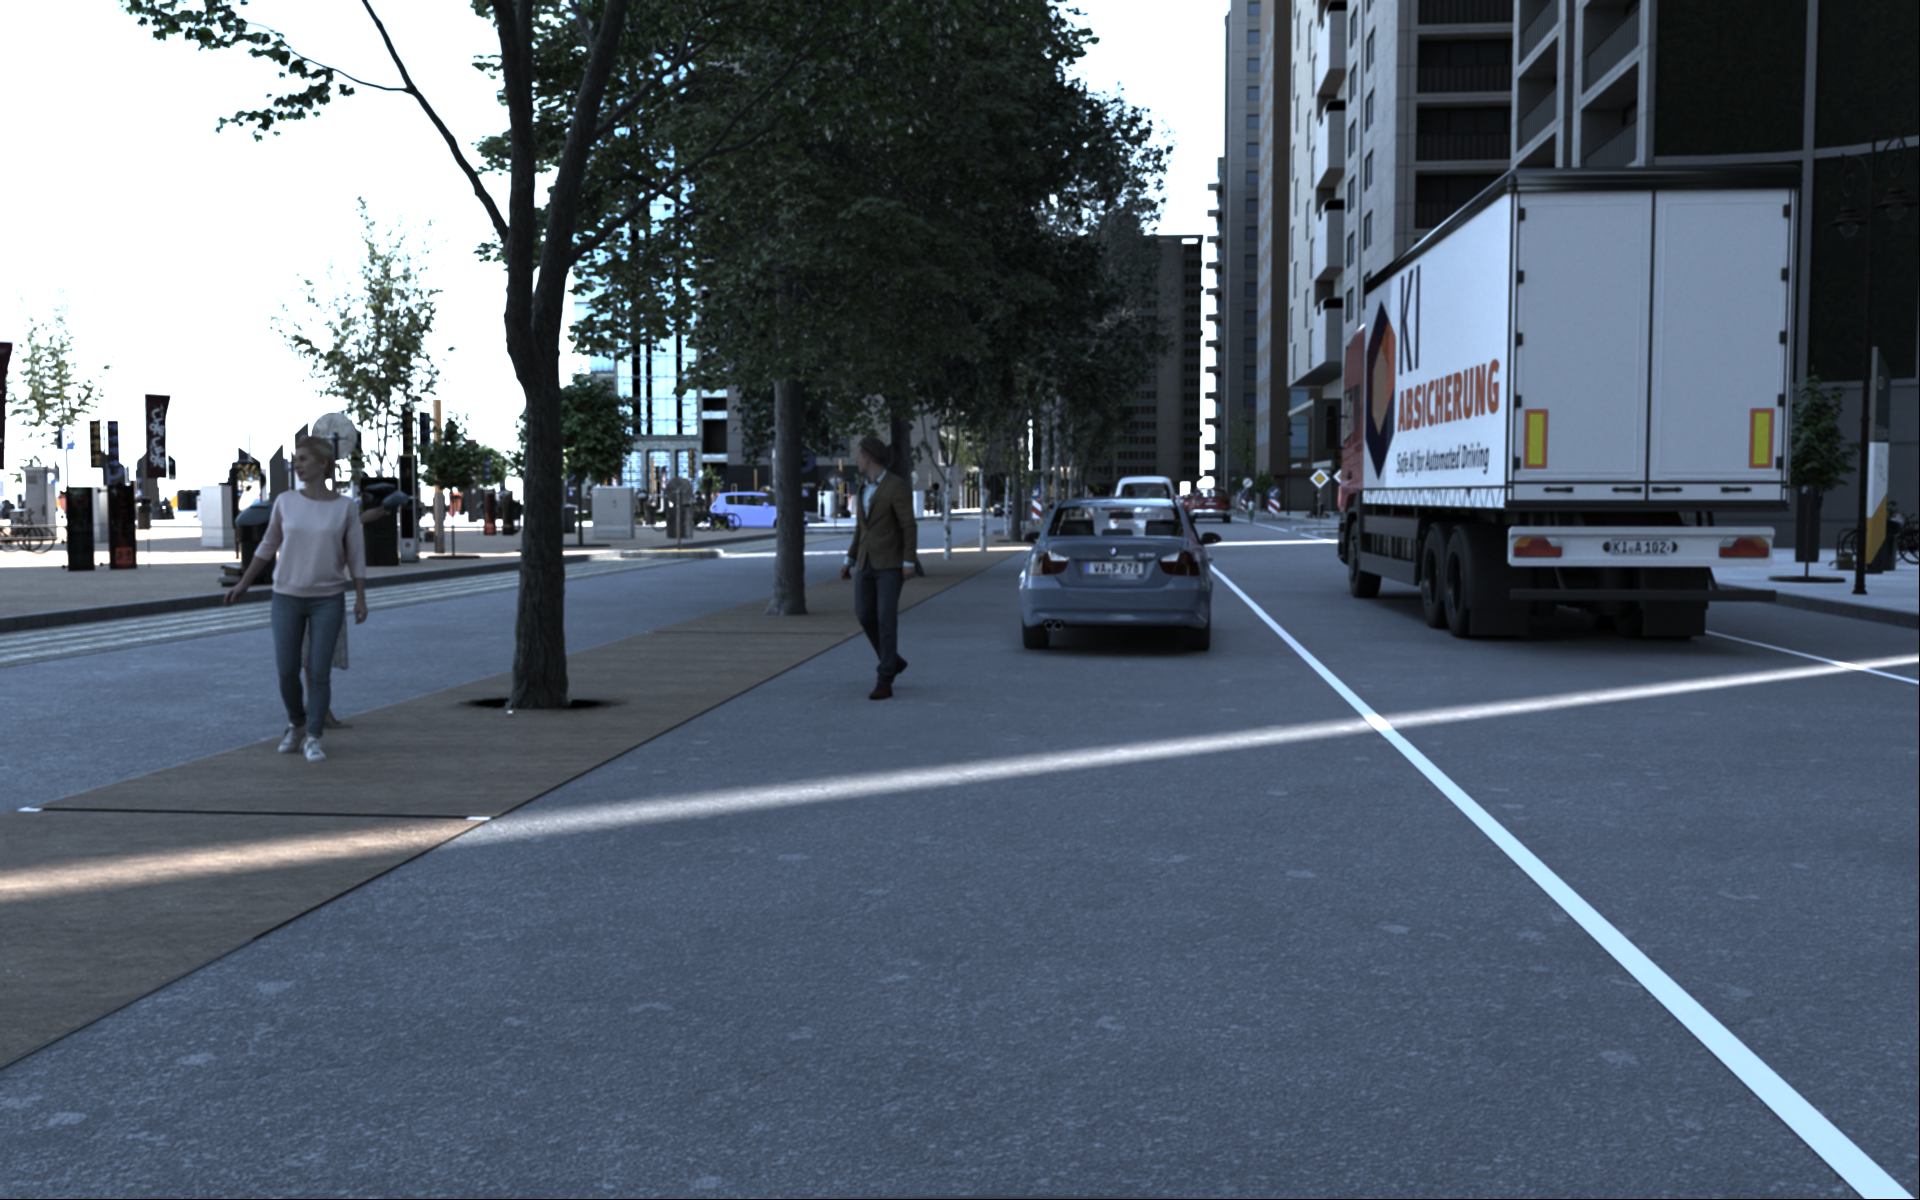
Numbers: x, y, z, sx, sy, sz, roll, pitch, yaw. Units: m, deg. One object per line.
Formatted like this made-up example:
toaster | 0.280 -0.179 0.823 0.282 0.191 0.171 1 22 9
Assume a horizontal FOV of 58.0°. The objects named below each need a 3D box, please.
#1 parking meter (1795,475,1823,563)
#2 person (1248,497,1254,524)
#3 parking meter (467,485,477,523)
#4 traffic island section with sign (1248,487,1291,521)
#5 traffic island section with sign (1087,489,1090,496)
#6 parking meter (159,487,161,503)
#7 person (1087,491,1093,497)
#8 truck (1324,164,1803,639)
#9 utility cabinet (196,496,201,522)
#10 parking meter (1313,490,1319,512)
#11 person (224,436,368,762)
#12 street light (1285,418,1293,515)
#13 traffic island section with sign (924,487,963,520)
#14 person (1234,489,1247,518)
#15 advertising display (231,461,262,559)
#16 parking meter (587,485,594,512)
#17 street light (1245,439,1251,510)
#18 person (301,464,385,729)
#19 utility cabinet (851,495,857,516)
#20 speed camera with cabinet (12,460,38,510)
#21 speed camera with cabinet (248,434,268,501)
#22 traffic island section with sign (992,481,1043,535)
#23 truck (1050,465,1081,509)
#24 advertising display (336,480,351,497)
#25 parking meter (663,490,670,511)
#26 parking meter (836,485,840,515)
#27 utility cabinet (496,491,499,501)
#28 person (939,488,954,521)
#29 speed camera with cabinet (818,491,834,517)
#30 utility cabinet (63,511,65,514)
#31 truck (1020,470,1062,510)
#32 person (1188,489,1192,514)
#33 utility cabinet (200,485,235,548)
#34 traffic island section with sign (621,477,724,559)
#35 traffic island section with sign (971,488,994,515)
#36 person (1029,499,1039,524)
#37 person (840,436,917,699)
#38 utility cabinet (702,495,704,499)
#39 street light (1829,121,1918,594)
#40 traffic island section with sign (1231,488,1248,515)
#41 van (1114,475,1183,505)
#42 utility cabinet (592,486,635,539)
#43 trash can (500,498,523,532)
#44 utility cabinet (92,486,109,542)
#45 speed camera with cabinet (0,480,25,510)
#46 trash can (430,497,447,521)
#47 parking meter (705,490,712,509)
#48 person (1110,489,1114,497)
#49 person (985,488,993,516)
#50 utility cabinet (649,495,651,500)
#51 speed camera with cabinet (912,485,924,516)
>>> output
parking meter | 15.959 -1.641 32.547 0.399 1.863 0.255 3 5 44
person | 14.101 -4.351 83.886 0.306 1.304 0.590 1 4 17
parking meter | -21.727 -4.372 77.185 0.255 1.863 0.399 3 5 40
traffic island section with sign | 16.595 -5.131 92.523 1.989 1.847 2.006 0 4 6
traffic island section with sign | 10.449 -8.284 143.586 2.006 1.907 1.989 0 4 6
parking meter | -64.492 -8.170 139.288 0.255 1.863 0.399 0 4 -7
person | 3.630 -2.292 48.566 0.523 1.515 0.503 -1 4 -13
truck | 6.338 -1.928 20.436 2.839 4.237 11.283 0 4 4
utility cabinet | -35.312 -4.246 80.587 0.306 1.237 1.020 -1 4 -18
parking meter | 25.086 -6.947 121.997 0.372 1.533 0.369 0 3 0
person | -3.589 -0.012 9.372 0.731 1.740 0.598 -1 4 -18
street light | 19.875 -8.067 104.686 0.468 5.910 1.993 0 4 6
traffic island section with sign | -0.853 -5.262 94.661 1.989 1.847 2.006 0 4 6
person | 17.039 -5.869 105.210 0.760 1.731 0.466 -1 4 -10
advertising display | -14.160 -1.786 34.409 0.123 1.923 0.974 0 4 5
parking meter | -23.147 -6.282 108.425 0.399 1.863 0.255 -2 4 -33
street light | 23.545 -10.341 141.866 0.468 5.910 1.993 0 4 6
person | -3.816 -0.093 10.584 0.524 1.755 0.480 -2 4 -32
utility cabinet | -6.115 -5.679 104.012 0.306 1.237 1.020 3 5 41
speed camera with cabinet | -54.655 -6.565 101.670 2.038 3.252 0.660 3 4 38
speed camera with cabinet | -23.543 -3.785 56.217 0.660 3.252 2.038 2 4 35
traffic island section with sign | 2.224 -3.261 61.450 2.006 1.907 1.989 0 4 6
truck | 10.129 -10.890 166.968 2.839 4.237 11.283 0 4 7
advertising display | -28.918 -4.662 81.431 0.974 1.923 0.123 -3 5 -43
parking meter | -16.661 -5.498 98.301 0.372 1.533 0.369 0 3 0
parking meter | -7.521 -6.273 108.281 0.399 1.863 0.255 -3 5 -42
utility cabinet | -32.676 -6.890 121.329 1.173 1.500 0.318 1 4 22
person | -0.748 -5.127 92.608 0.850 1.792 0.678 1 4 14
speed camera with cabinet | -8.224 -6.381 98.673 2.038 3.252 0.660 1 4 17
utility cabinet | -55.975 -5.992 109.124 1.020 1.237 0.306 -2 4 -29
truck | 6.605 -8.796 139.739 3.469 3.379 9.791 0 4 7
person | 16.022 -6.875 121.077 0.590 1.801 0.661 2 4 30
utility cabinet | -17.661 -1.990 41.216 1.173 1.500 0.318 3 5 43
traffic island section with sign | -6.421 -1.862 39.077 1.989 1.847 2.006 0 4 6
traffic island section with sign | 1.821 -6.904 121.503 1.989 1.847 2.006 0 4 6
person | 3.537 -4.529 82.800 0.529 1.795 0.600 3 4 38
person | -0.582 -0.245 12.413 0.656 1.842 0.836 1 4 15
utility cabinet | -19.369 -7.270 130.028 0.306 1.237 1.020 2 4 25
street light | 11.534 -3.012 22.027 0.468 5.910 1.993 0 4 6
traffic island section with sign | 19.380 -6.832 120.333 1.989 1.847 2.006 0 4 6
van | 4.534 -2.190 42.822 2.013 2.044 4.112 0 4 4
utility cabinet | -9.874 -2.485 49.302 1.173 1.500 0.318 1 4 12
trash can | -15.071 -2.848 58.214 0.748 1.137 0.748 0 3 0
utility cabinet | -22.831 -2.298 46.246 0.318 1.500 1.173 0 4 2
speed camera with cabinet | -60.510 -7.094 110.317 2.038 3.252 0.660 -3 5 -41
trash can | -23.880 -4.143 79.392 0.748 1.137 0.748 0 3 0
parking meter | -13.911 -5.347 95.840 0.372 1.533 0.369 0 3 0
person | 12.044 -7.922 138.030 0.388 1.821 0.555 0 4 2
person | 1.759 -6.384 113.053 0.728 1.800 0.709 1 4 9
utility cabinet | -19.106 -5.856 106.902 1.020 1.237 0.306 -3 5 -40
speed camera with cabinet | -2.829 -6.616 102.507 0.660 3.252 2.038 -2 4 -30
